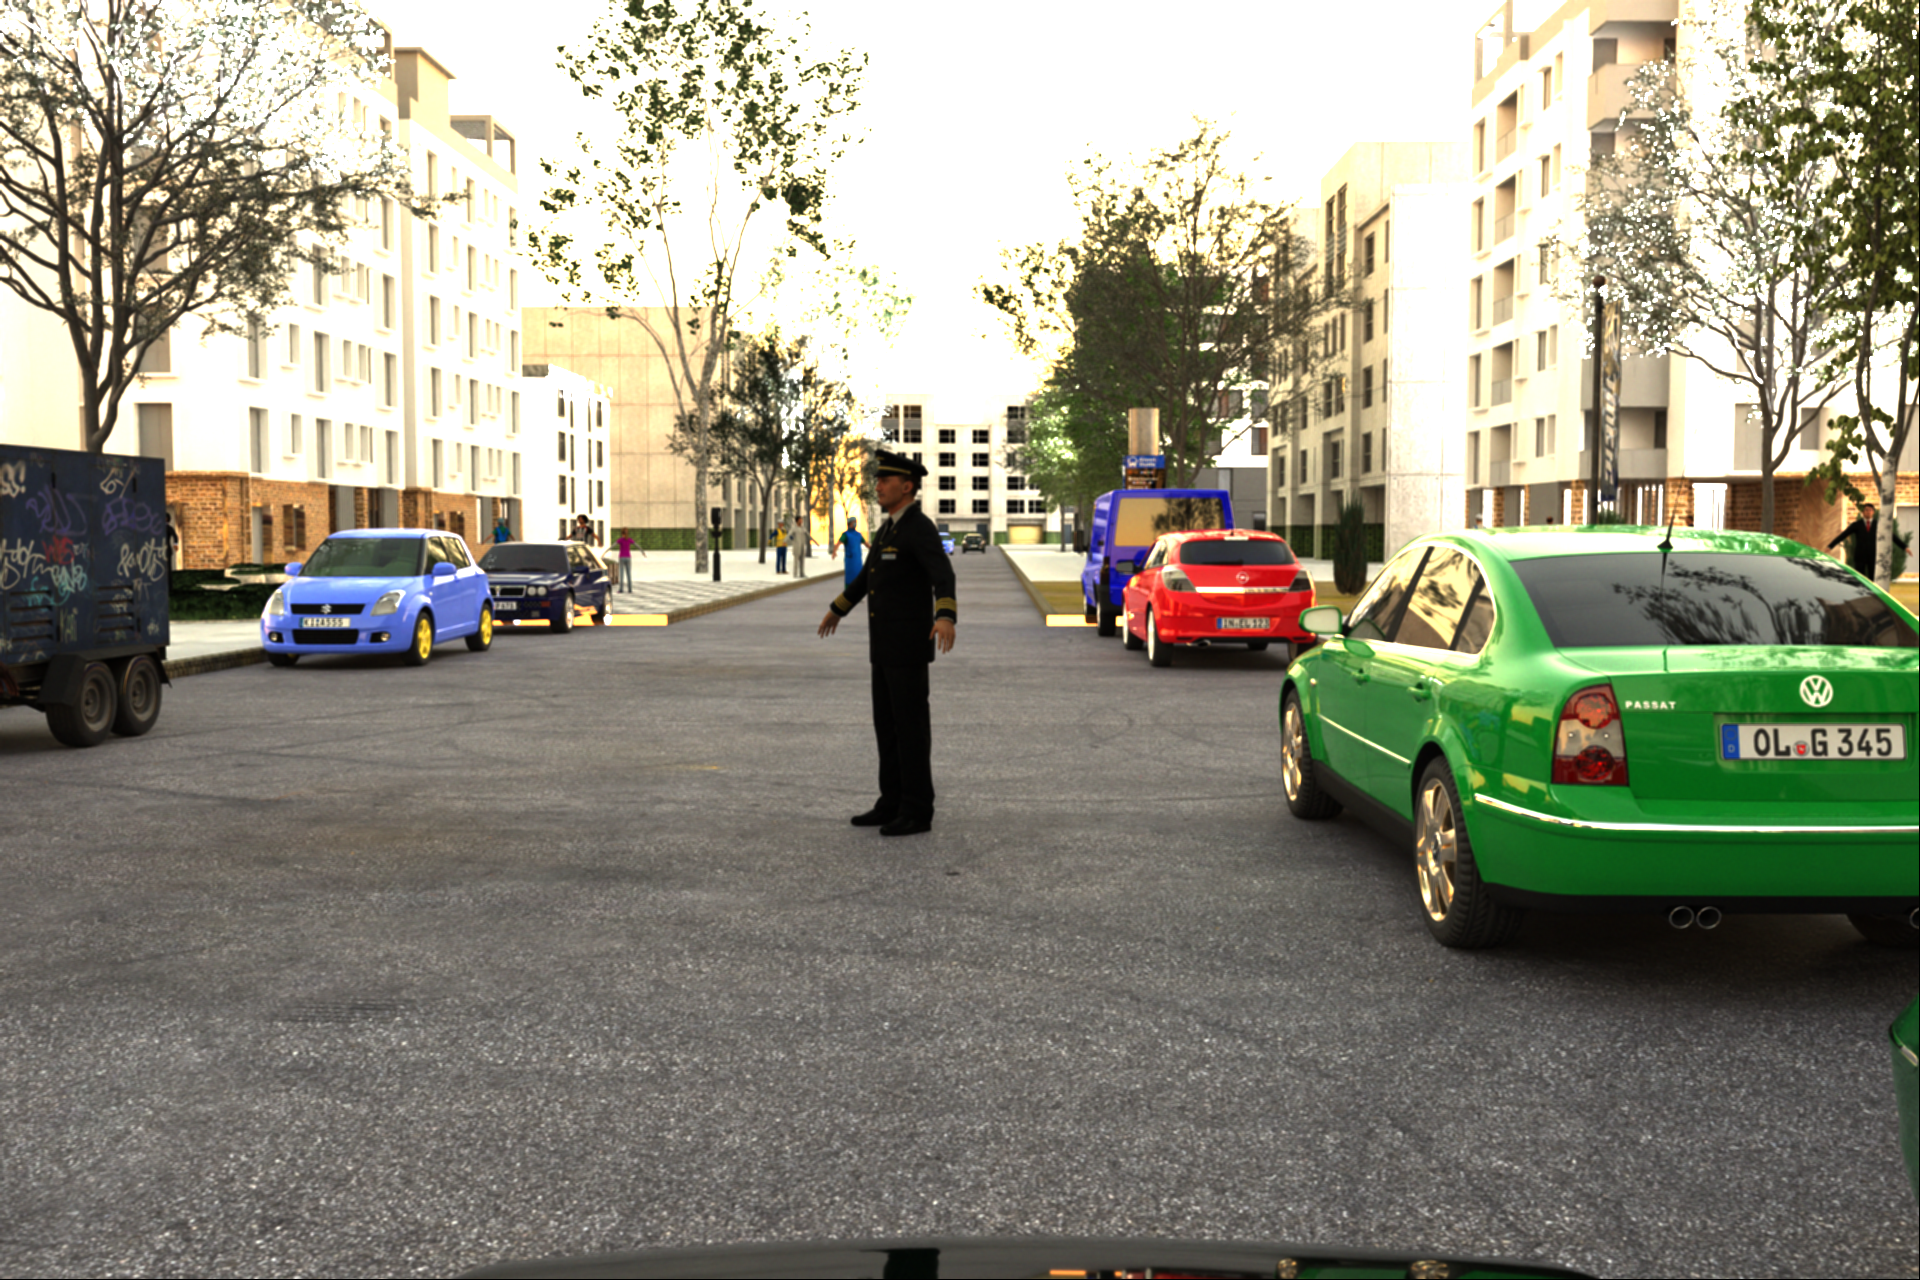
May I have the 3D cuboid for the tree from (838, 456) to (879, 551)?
[{"bbox_3d":[-6.821,-11.249,134.287,4.360,8.622,3.978,0,3,0],"label":"tree"}]

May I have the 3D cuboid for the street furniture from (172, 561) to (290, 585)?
[{"bbox_3d":[-16.236,-1.689,43.242,5.734,0.657,10.072,2,4,25],"label":"street furniture"}]

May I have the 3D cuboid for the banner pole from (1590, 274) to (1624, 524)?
[{"bbox_3d":[6.159,-1.625,16.579,0.401,3.779,0.863,0,4,1],"label":"banner pole"}]

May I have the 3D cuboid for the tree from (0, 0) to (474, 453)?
[{"bbox_3d":[-12.412,-6.999,24.798,12.009,13.543,11.850,0,3,0],"label":"tree"}]

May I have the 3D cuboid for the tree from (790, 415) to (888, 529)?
[{"bbox_3d":[-8.166,-11.725,126.110,8.767,10.594,7.601,-1,4,-23],"label":"tree"}]

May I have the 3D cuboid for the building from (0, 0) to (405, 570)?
[{"bbox_3d":[-25.982,-11.943,51.685,16.016,20.090,11.380,0,4,1],"label":"building"}]

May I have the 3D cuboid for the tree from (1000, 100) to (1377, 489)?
[{"bbox_3d":[6.329,-8.447,48.485,12.009,13.543,11.850,0,3,0],"label":"tree"}]

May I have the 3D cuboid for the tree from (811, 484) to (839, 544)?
[{"bbox_3d":[-17.895,-16.801,225.063,4.737,8.622,4.395,0,3,0],"label":"tree"}]

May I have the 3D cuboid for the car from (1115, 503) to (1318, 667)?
[{"bbox_3d":[2.933,-0.681,20.171,2.155,1.783,4.494,0,4,0],"label":"car"}]

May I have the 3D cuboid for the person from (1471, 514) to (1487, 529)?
[{"bbox_3d":[14.609,-2.628,48.825,1.347,1.847,0.705,0,4,-7],"label":"person"}]

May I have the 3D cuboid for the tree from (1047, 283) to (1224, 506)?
[{"bbox_3d":[7.348,-9.444,72.532,7.486,12.596,7.792,0,3,0],"label":"tree"}]

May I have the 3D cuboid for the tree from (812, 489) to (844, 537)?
[{"bbox_3d":[-16.395,-16.423,218.873,4.360,8.622,3.978,0,3,0],"label":"tree"}]

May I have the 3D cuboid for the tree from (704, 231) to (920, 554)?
[{"bbox_3d":[-9.214,-15.508,109.446,12.611,20.169,13.585,0,3,0],"label":"tree"}]

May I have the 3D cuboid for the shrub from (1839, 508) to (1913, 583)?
[{"bbox_3d":[23.512,-2.451,44.499,1.690,2.028,1.600,0,3,0],"label":"shrub"}]

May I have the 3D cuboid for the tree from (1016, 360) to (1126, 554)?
[{"bbox_3d":[7.337,-11.779,110.711,7.486,12.596,7.792,0,3,0],"label":"tree"}]

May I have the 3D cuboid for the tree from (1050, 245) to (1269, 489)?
[{"bbox_3d":[6.965,-8.236,60.411,9.928,11.665,9.643,0,3,0],"label":"tree"}]

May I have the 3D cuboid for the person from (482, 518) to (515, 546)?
[{"bbox_3d":[-15.196,-3.127,57.252,0.704,1.817,1.347,3,4,38],"label":"person"}]

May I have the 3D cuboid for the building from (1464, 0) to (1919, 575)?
[{"bbox_3d":[23.962,-12.630,62.918,16.016,20.090,11.380,0,4,1],"label":"building"}]

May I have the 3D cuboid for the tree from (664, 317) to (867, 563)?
[{"bbox_3d":[-8.550,-8.600,75.027,8.767,10.594,7.601,-1,4,-21],"label":"tree"}]

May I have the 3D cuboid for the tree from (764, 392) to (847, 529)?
[{"bbox_3d":[-8.181,-8.171,83.953,4.360,8.622,3.978,0,3,0],"label":"tree"}]

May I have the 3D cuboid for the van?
[{"bbox_3d":[2.888,-1.315,25.889,2.240,2.365,5.245,0,4,0],"label":"van"}]

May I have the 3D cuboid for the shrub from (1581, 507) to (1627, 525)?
[{"bbox_3d":[17.008,-2.516,45.564,1.690,2.028,1.600,0,3,0],"label":"shrub"}]

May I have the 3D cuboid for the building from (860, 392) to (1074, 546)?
[{"bbox_3d":[3.256,-21.741,224.387,31.486,18.905,16.747,0,4,-6],"label":"building"}]

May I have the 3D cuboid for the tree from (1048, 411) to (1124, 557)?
[{"bbox_3d":[7.156,-9.026,97.943,4.737,8.622,4.395,0,3,0],"label":"tree"}]

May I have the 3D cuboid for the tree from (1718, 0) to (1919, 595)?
[{"bbox_3d":[9.239,-4.061,16.766,4.737,8.622,4.395,0,3,0],"label":"tree"}]

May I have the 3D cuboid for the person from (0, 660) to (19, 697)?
[{"bbox_3d":[-3.772,0.184,5.573,1.348,1.813,0.705,0,4,-5],"label":"person"}]

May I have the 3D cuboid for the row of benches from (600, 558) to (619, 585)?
[{"bbox_3d":[-8.946,-1.684,42.992,1.422,0.672,4.104,0,4,-6],"label":"row of benches"}]

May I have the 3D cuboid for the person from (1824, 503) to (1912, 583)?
[{"bbox_3d":[15.410,-1.422,29.430,1.347,1.806,0.705,1,4,21],"label":"person"}]

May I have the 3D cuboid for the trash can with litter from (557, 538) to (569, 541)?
[{"bbox_3d":[-7.115,-1.273,31.867,1.678,1.210,2.233,0,4,2],"label":"trash can with litter"}]

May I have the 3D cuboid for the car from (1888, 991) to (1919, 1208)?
[{"bbox_3d":[2.519,0.656,1.066,2.131,1.459,4.920,0,3,0],"label":"car"}]

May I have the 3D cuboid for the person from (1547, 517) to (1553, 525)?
[{"bbox_3d":[17.619,-2.781,51.748,1.348,1.796,0.705,2,4,35],"label":"person"}]

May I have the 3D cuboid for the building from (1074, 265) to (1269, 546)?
[{"bbox_3d":[23.558,-18.583,147.806,27.936,21.610,32.646,0,4,1],"label":"building"}]

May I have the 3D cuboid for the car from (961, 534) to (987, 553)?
[{"bbox_3d":[1.041,-7.330,129.635,2.009,1.686,4.222,0,4,1],"label":"car"}]

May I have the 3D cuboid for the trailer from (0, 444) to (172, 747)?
[{"bbox_3d":[-6.530,-0.257,11.244,1.471,1.999,3.904,0,4,1],"label":"trailer"}]

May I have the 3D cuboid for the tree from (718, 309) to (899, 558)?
[{"bbox_3d":[-8.129,-11.244,94.210,12.009,13.543,11.850,0,3,0],"label":"tree"}]

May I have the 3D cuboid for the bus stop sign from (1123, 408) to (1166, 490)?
[{"bbox_3d":[3.866,-2.903,36.472,0.837,3.901,0.837,0,4,2],"label":"bus stop sign"}]

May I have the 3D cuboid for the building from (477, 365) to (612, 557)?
[{"bbox_3d":[-24.604,-9.651,99.946,9.099,9.664,28.070,0,4,1],"label":"building"}]

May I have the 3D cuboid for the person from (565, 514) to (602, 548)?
[{"bbox_3d":[-10.405,-2.540,47.670,1.345,1.843,0.704,1,4,20],"label":"person"}]

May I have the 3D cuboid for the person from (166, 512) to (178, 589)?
[{"bbox_3d":[-16.630,-1.795,36.064,1.216,1.740,0.721,2,4,34],"label":"person"}]

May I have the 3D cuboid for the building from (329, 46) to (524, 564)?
[{"bbox_3d":[-25.862,-12.985,68.721,16.016,20.090,11.380,0,4,1],"label":"building"}]

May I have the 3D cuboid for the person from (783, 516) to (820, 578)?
[{"bbox_3d":[-4.701,-2.730,50.815,1.347,1.806,0.705,-3,5,-44],"label":"person"}]

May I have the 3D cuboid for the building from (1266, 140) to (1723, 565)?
[{"bbox_3d":[26.264,-13.459,86.520,16.747,18.905,31.486,0,4,1],"label":"building"}]

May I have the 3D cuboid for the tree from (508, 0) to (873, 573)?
[{"bbox_3d":[-8.897,-12.368,58.101,12.611,20.169,13.585,0,3,0],"label":"tree"}]

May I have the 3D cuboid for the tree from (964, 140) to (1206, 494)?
[{"bbox_3d":[6.131,-14.099,86.404,12.611,20.169,13.585,0,3,0],"label":"tree"}]

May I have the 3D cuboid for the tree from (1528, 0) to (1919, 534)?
[{"bbox_3d":[16.598,-7.627,35.065,12.009,13.543,11.850,0,3,0],"label":"tree"}]

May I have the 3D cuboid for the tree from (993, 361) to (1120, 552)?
[{"bbox_3d":[7.211,-12.960,122.271,12.009,13.543,11.850,0,3,0],"label":"tree"}]

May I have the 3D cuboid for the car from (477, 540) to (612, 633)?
[{"bbox_3d":[-6.460,-0.834,26.223,1.945,1.354,3.894,0,4,1],"label":"car"}]

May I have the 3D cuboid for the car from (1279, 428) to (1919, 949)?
[{"bbox_3d":[2.540,0.088,7.356,1.959,1.807,4.718,0,4,0],"label":"car"}]

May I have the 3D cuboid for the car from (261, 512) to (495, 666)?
[{"bbox_3d":[-6.636,-0.632,19.933,1.945,1.707,3.694,0,4,1],"label":"car"}]

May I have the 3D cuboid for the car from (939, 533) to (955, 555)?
[{"bbox_3d":[-1.293,-6.717,119.410,1.945,1.707,3.694,0,4,1],"label":"car"}]

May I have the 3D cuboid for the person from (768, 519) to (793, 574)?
[{"bbox_3d":[-5.718,-3.023,55.891,1.216,1.772,0.721,-3,5,-44],"label":"person"}]

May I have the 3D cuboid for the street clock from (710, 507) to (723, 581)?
[{"bbox_3d":[-6.622,-2.602,47.107,0.358,2.002,0.471,0,3,0],"label":"street clock"}]

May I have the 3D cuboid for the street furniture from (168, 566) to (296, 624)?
[{"bbox_3d":[-12.243,-0.877,29.967,5.734,0.657,10.072,1,4,11],"label":"street furniture"}]

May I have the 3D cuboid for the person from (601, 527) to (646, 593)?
[{"bbox_3d":[-7.279,-1.729,37.542,0.991,1.433,0.599,-2,4,-27],"label":"person"}]

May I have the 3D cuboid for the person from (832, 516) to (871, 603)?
[{"bbox_3d":[-2.213,-1.683,36.109,0.704,1.817,1.347,3,5,43],"label":"person"}]

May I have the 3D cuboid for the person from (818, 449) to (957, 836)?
[{"bbox_3d":[-0.315,0.000,8.388,0.705,1.837,1.347,-2,4,-29],"label":"person"}]

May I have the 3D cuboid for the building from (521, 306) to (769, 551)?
[{"bbox_3d":[-26.924,-17.359,150.272,16.747,18.905,31.486,0,4,1],"label":"building"}]

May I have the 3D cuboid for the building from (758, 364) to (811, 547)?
[{"bbox_3d":[-26.183,-19.459,184.607,16.747,18.905,31.486,0,4,2],"label":"building"}]

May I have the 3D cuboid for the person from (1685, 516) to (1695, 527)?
[{"bbox_3d":[20.472,-2.597,48.682,0.704,1.802,1.346,1,4,20],"label":"person"}]
